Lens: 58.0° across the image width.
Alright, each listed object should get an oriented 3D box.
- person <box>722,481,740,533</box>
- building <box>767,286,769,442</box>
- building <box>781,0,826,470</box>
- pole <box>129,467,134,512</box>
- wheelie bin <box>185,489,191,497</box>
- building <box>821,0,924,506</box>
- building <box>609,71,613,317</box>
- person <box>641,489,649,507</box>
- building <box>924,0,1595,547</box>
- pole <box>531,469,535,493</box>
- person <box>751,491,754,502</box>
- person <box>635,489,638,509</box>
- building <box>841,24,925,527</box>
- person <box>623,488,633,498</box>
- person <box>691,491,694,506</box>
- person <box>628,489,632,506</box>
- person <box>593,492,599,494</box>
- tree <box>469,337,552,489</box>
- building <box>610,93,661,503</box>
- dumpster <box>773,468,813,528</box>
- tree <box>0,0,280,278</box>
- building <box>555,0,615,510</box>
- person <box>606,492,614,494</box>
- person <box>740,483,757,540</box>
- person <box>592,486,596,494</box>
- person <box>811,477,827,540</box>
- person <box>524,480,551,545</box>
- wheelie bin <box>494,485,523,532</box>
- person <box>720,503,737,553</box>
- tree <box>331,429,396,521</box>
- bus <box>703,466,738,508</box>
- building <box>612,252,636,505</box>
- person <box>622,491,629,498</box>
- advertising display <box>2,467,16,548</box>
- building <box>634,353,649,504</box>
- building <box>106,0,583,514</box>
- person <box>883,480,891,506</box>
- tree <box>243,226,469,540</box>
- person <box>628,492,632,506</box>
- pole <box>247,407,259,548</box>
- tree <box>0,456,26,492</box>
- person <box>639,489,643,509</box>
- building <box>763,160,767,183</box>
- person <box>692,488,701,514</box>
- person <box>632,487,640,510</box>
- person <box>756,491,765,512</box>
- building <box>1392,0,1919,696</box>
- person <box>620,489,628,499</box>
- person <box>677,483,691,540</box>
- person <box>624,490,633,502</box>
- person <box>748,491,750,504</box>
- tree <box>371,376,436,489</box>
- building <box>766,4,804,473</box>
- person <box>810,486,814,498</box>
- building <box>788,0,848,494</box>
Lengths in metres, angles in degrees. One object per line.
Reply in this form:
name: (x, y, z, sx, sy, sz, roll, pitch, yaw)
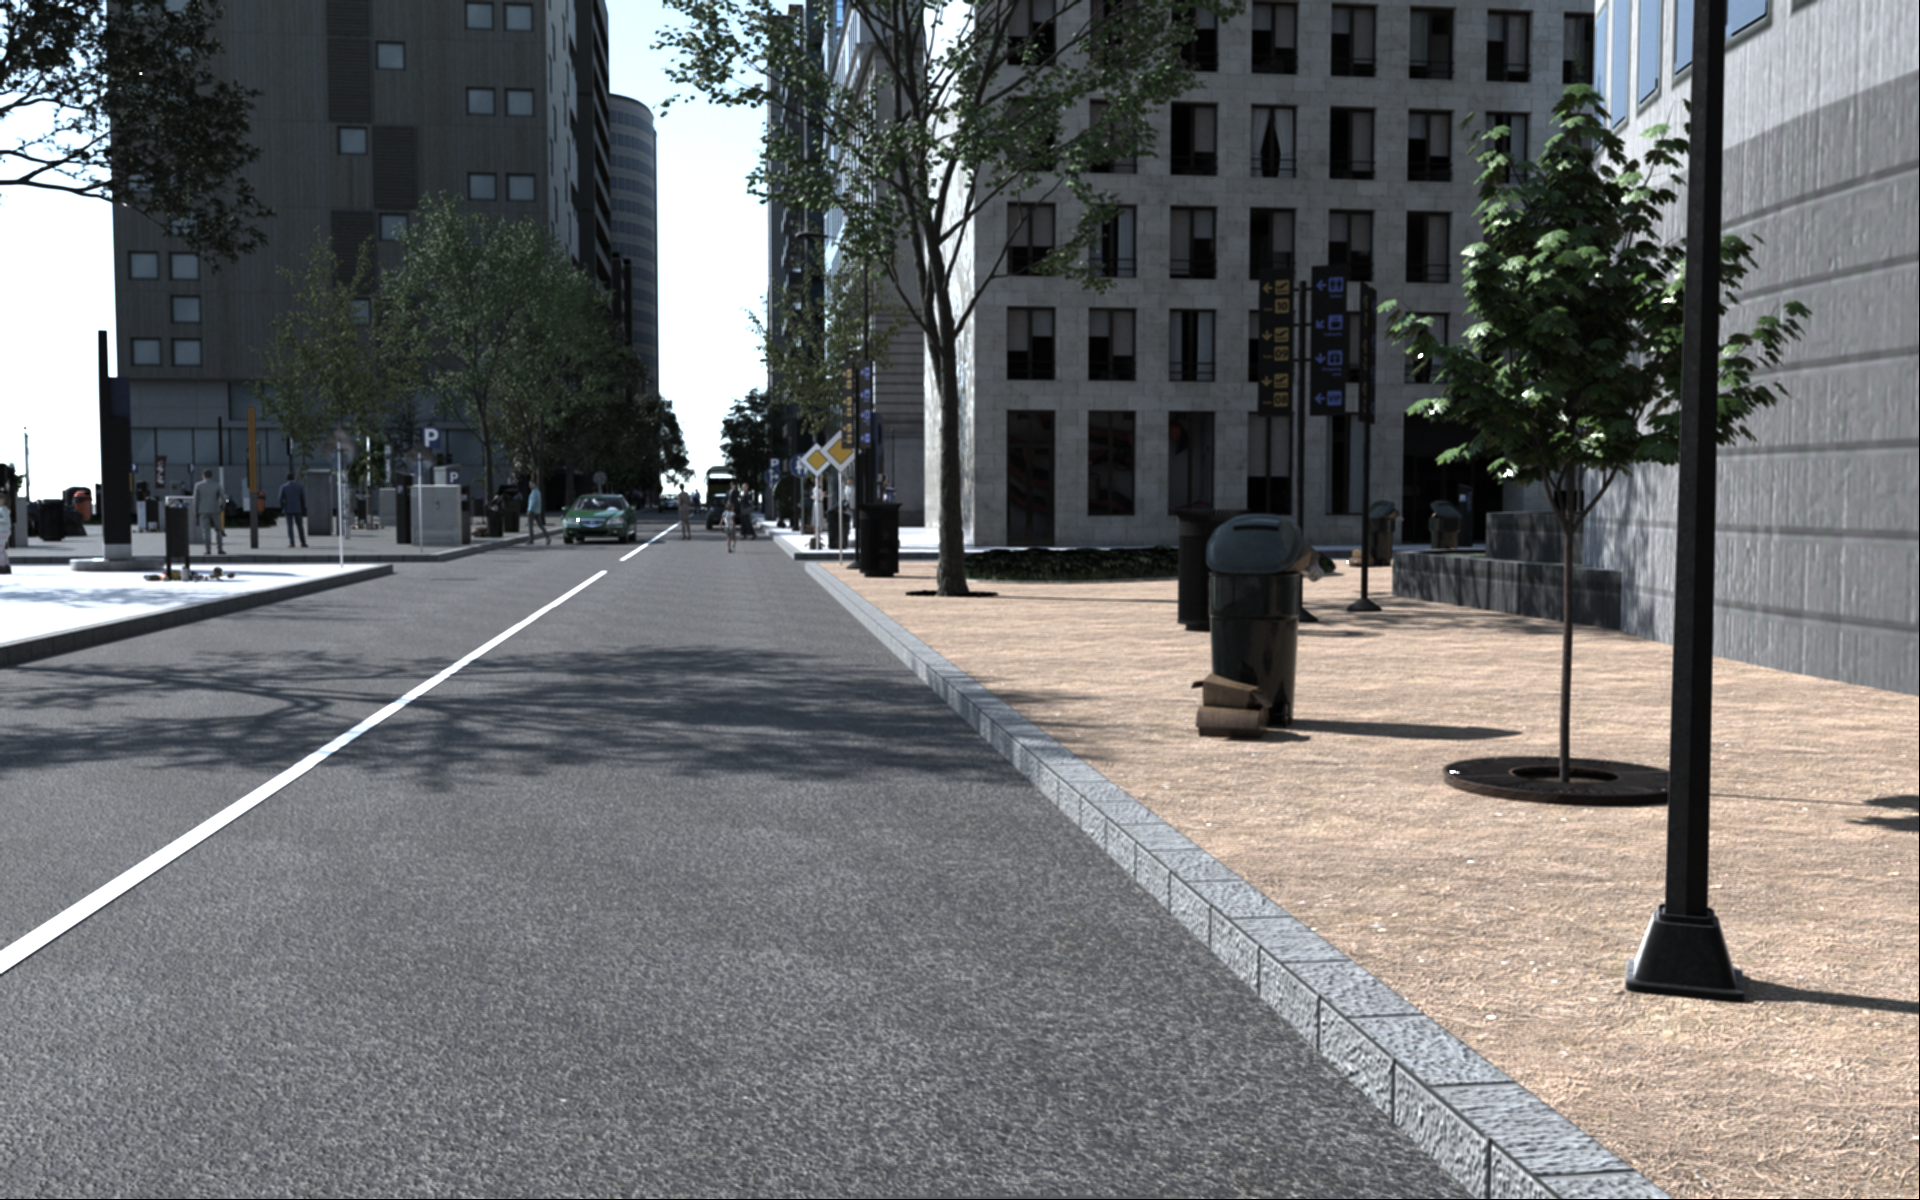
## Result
person: (-8.444, -3.432, 63.978, 0.648, 1.900, 0.474, 0, 4, 3)
building: (-19.585, -28.575, 238.906, 14.160, 30.474, 14.107, 0, 4, -8)
building: (-6.226, -33.768, 171.722, 23.786, 49.044, 30.456, 0, 4, -8)
pole: (-42.735, -5.837, 89.278, 0.158, 3.312, 0.155, 0, 3, 0)
wheelie bin: (-47.453, -6.011, 106.183, 0.693, 1.594, 0.980, -2, 4, -27)
building: (-1.561, -19.725, 99.992, 11.434, 29.767, 29.804, 0, 4, -8)
building: (-40.803, -31.546, 165.895, 14.600, 45.320, 14.200, 0, 4, -8)
person: (-30.064, -9.712, 165.359, 0.750, 1.759, 0.617, -3, 5, -42)
building: (7.972, -11.787, 47.477, 16.860, 20.320, 10.420, 0, 4, -8)
pole: (-25.908, -6.804, 105.085, 0.158, 3.312, 0.155, 0, 3, 0)
person: (-32.114, -15.960, 267.124, 1.348, 1.807, 0.705, 3, 5, 43)
person: (-27.845, -8.691, 148.856, 0.721, 1.743, 1.217, 1, 4, 8)
building: (0.071, -13.891, 76.269, 9.793, 20.994, 18.267, 0, 4, -8)
person: (-30.866, -9.447, 160.506, 1.348, 1.823, 0.705, 3, 4, 38)
person: (-31.442, -11.963, 204.040, 0.705, 1.831, 1.348, 1, 4, 18)
person: (-28.015, -8.562, 146.548, 0.721, 1.766, 1.217, 1, 4, 10)
person: (-12.297, -2.924, 58.910, 0.503, 1.515, 0.523, -1, 4, -12)
tree: (-20.445, -7.821, 78.234, 4.737, 8.622, 4.395, 0, 3, 0)
building: (-54.996, -43.426, 252.005, 21.231, 58.520, 28.212, 0, 4, -8)
dumpster: (-6.354, -3.882, 65.958, 1.502, 2.255, 1.985, 0, 4, -8)
tree: (-9.420, -4.913, 14.743, 7.601, 10.594, 8.767, 1, 4, 19)
building: (-41.235, -32.049, 147.706, 21.300, 48.544, 21.600, 0, 4, -8)
person: (-26.103, -7.557, 129.475, 0.709, 1.838, 0.599, 0, 4, -5)
person: (-6.695, -2.779, 54.362, 0.576, 1.772, 0.534, 3, 5, 41)
person: (-24.540, -6.717, 116.000, 0.705, 1.807, 1.348, -2, 4, -27)
person: (-3.892, -2.557, 48.419, 0.524, 1.755, 0.480, 1, 4, 18)
person: (-11.956, -2.478, 48.884, 0.748, 1.841, 0.638, 1, 4, 16)
wheelie bin: (-15.118, -3.071, 58.121, 0.980, 1.594, 0.693, -3, 5, -42)
person: (-5.680, -1.762, 42.319, 0.505, 1.210, 0.382, 1, 4, 22)
tree: (-28.890, -6.130, 83.940, 4.285, 4.588, 4.351, 0, 3, 0)
bus: (-20.580, -9.637, 149.105, 2.896, 3.916, 12.252, -1, 4, -9)
building: (-45.736, -26.405, 203.422, 14.160, 30.474, 14.107, 0, 4, -8)
person: (-28.181, -8.415, 144.417, 1.217, 1.735, 0.721, -1, 4, -22)
advertising display: (-22.758, -2.213, 41.393, 0.123, 1.923, 0.974, -3, 5, -42)
building: (-55.018, -23.193, 224.249, 27.650, 21.520, 28.899, 0, 4, -8)
building: (-41.650, -32.628, 122.704, 28.713, 52.752, 27.495, 0, 4, -8)
person: (-2.578, -3.257, 59.888, 0.593, 1.750, 0.643, 1, 4, 16)
tree: (-17.066, -6.011, 48.645, 4.737, 8.622, 4.395, 0, 3, 0)
person: (-33.429, -10.336, 175.564, 0.617, 1.759, 0.750, -2, 4, -24)
pole: (-16.682, -2.876, 40.861, 0.158, 3.312, 0.155, 0, 3, 0)
tree: (-47.884, -5.680, 87.475, 1.663, 3.219, 1.824, 0, 3, 0)
person: (-27.848, -8.825, 151.271, 0.436, 1.711, 0.756, 2, 4, 35)
building: (-14.625, -41.016, 259.853, 28.713, 52.752, 27.495, 0, 4, -8)
person: (-19.287, -7.227, 126.530, 0.599, 1.838, 0.709, 3, 4, 36)
person: (-25.586, -7.977, 136.328, 0.709, 1.838, 0.599, 1, 4, 11)
person: (-13.637, -7.004, 120.640, 1.350, 1.814, 0.705, -3, 4, -38)
building: (16.486, -28.654, 10.499, 21.231, 58.520, 28.212, 0, 4, -8)
person: (-26.003, -7.700, 132.768, 1.217, 1.723, 0.721, -3, 5, -41)
person: (-8.665, -2.779, 54.280, 0.374, 1.781, 0.599, 3, 5, 41)
person: (-26.634, -8.034, 138.103, 1.217, 1.736, 0.721, -2, 4, -23)
person: (-25.934, -12.516, 212.141, 0.415, 1.643, 0.593, -2, 4, -25)
tree: (-34.267, -9.542, 106.368, 4.360, 8.622, 3.978, 0, 3, 0)
building: (-13.549, -41.297, 217.210, 21.231, 58.520, 28.212, 0, 4, -8)
person: (-7.858, -5.159, 90.874, 0.515, 1.767, 0.782, 0, 4, -7)
building: (-2.321, -50.611, 140.156, 22.319, 86.520, 31.000, 0, 4, -8)
